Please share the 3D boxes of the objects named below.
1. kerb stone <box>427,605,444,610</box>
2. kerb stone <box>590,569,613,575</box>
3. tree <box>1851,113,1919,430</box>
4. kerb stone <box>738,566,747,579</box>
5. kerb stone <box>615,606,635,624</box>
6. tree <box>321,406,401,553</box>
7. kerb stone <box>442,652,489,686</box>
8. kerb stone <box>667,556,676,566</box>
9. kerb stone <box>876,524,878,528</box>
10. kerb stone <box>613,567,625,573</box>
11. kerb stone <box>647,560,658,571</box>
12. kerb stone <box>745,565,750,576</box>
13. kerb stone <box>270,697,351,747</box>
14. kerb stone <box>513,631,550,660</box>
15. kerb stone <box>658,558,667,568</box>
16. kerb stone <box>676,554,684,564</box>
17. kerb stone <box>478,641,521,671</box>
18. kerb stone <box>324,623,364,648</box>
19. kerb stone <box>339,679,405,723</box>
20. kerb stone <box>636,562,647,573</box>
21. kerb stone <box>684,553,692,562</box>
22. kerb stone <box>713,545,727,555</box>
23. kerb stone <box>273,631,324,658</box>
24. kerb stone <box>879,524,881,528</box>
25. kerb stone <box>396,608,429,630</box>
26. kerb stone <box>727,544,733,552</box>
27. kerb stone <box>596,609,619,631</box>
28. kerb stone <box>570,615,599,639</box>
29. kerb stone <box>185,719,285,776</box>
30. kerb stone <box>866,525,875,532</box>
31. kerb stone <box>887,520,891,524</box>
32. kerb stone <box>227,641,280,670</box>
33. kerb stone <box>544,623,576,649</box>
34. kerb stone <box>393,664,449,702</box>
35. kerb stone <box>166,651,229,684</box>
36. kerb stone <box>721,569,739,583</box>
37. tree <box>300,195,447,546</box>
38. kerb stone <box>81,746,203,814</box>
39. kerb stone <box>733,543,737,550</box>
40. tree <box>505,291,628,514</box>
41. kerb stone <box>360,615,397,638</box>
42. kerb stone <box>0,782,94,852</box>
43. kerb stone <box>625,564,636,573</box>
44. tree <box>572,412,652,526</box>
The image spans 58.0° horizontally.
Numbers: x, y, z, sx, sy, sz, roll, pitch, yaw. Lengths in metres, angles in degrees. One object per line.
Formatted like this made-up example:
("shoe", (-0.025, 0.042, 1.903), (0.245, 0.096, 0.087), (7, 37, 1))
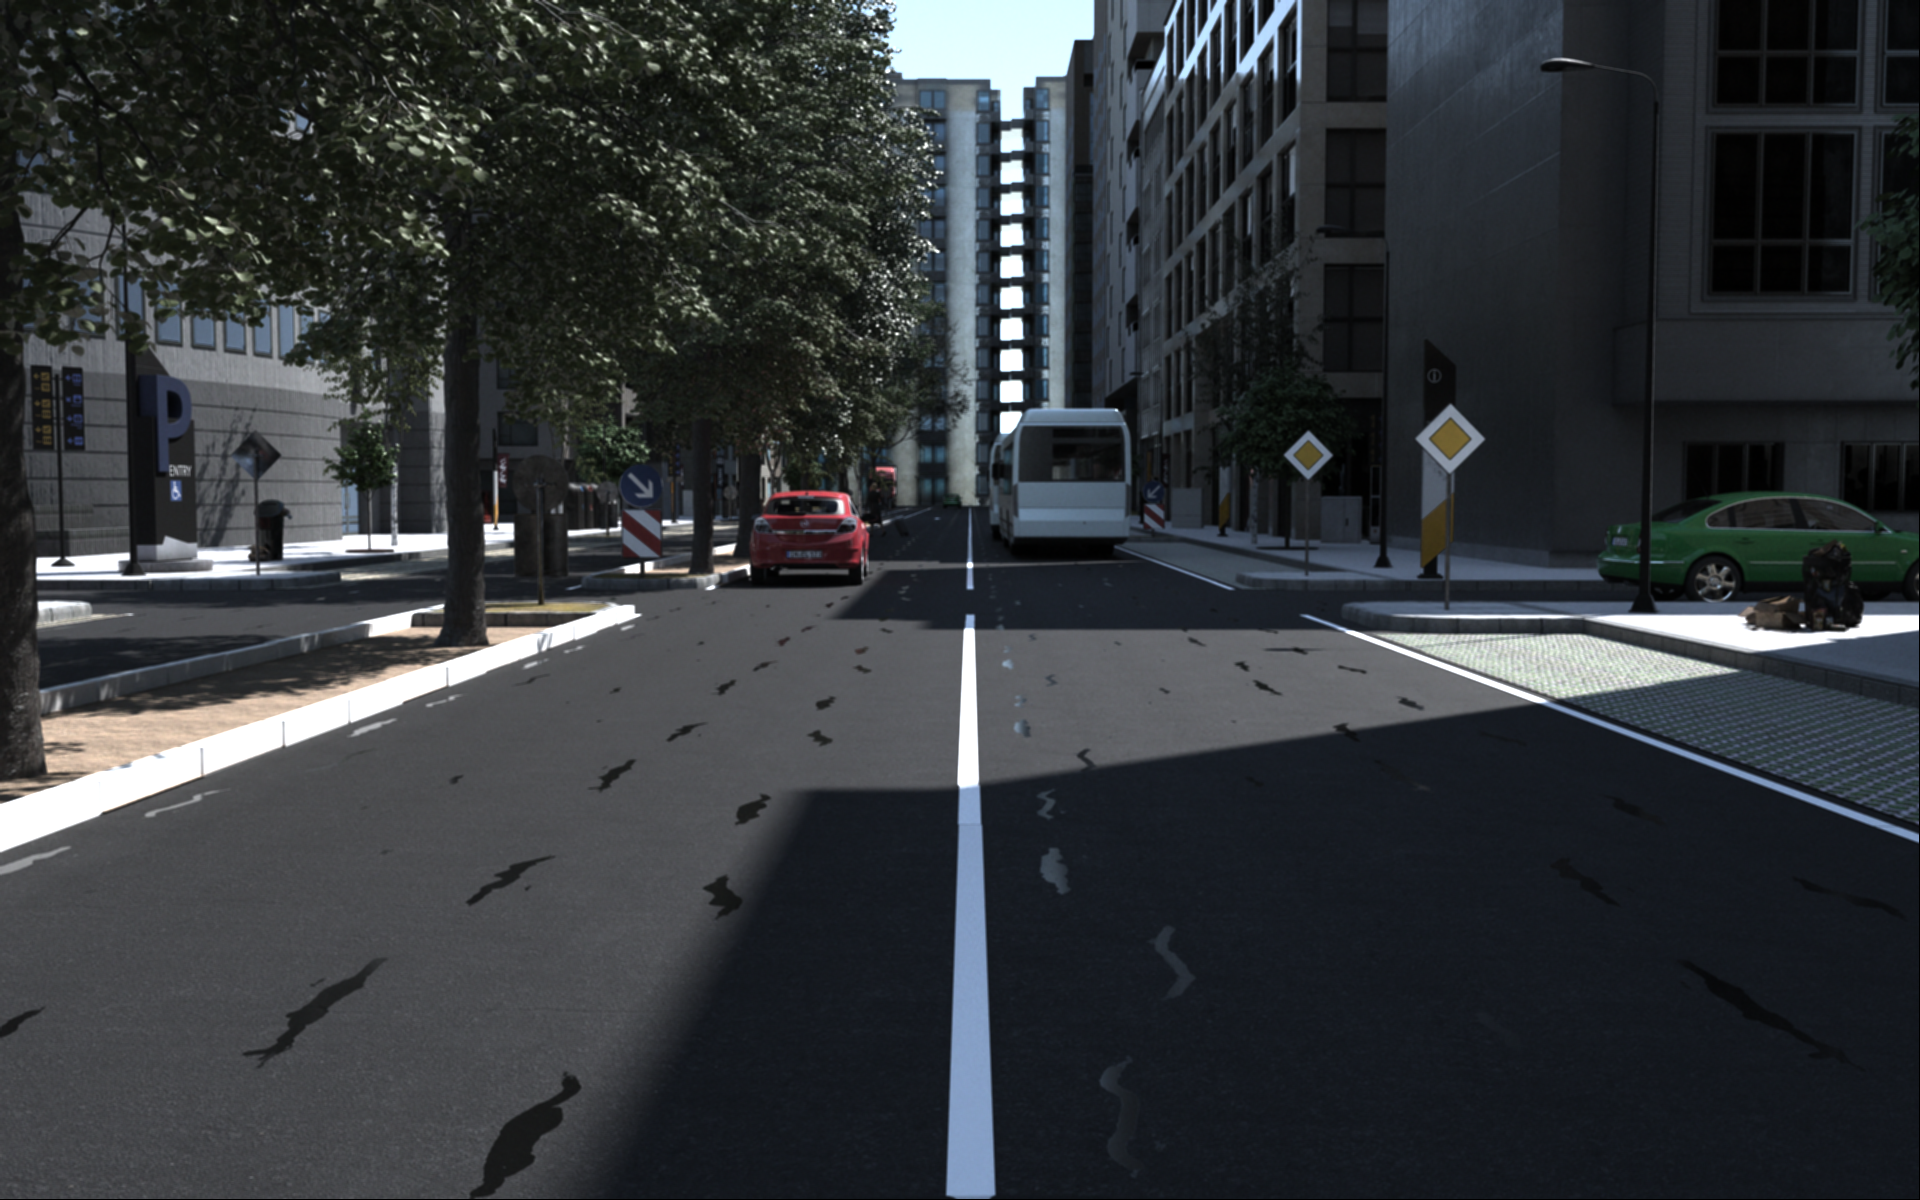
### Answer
("kerb stone", (-5.936, 0.161, 19.578), (0.120, 0.150, 1.000), (0, 4, 0))
("kerb stone", (-5.877, -0.374, 28.303), (0.120, 0.150, 1.000), (0, 4, 0))
("tree", (7.716, -1.702, 11.540), (4.285, 4.588, 4.351), (0, 3, 0))
("kerb stone", (-3.774, -0.435, 29.308), (0.120, 0.150, 1.000), (0, 4, 0))
("kerb stone", (-3.827, 0.170, 19.533), (0.120, 0.150, 1.000), (0, 4, 0))
("tree", (-13.158, -2.660, 38.098), (1.663, 3.219, 1.824), (0, 3, 0))
("kerb stone", (-3.863, 0.539, 13.389), (0.120, 0.150, 1.000), (0, 4, 0))
("kerb stone", (-5.844, -0.748, 34.440), (0.120, 0.150, 1.000), (0, 4, 0))
("kerb stone", (-3.537, -2.945, 70.339), (0.120, 0.150, 1.000), (0, 4, 0))
("kerb stone", (-5.876, -0.431, 29.328), (0.120, 0.150, 1.000), (0, 4, 0))
("kerb stone", (-5.852, -0.624, 32.395), (0.120, 0.150, 1.000), (0, 4, 0))
("kerb stone", (-3.768, -0.498, 30.332), (0.120, 0.150, 1.000), (0, 4, 0))
("kerb stone", (-3.881, 0.727, 10.313), (0.120, 0.150, 1.000), (0, 4, 0))
("kerb stone", (-3.854, 0.414, 15.433), (0.120, 0.150, 1.000), (0, 4, 0))
("kerb stone", (-5.855, -0.686, 33.418), (0.120, 0.150, 1.000), (0, 4, 0))
("kerb stone", (-5.837, -0.811, 35.462), (0.120, 0.150, 1.000), (0, 4, 0))
("kerb stone", (-3.862, 0.476, 14.411), (0.120, 0.150, 1.000), (0, 4, 0))
("kerb stone", (-5.944, 0.355, 16.501), (0.120, 0.150, 1.000), (0, 4, 0))
("kerb stone", (-3.873, 0.664, 11.335), (0.120, 0.150, 1.000), (0, 4, 0))
("kerb stone", (-5.861, -0.561, 31.372), (0.120, 0.150, 1.000), (0, 4, 0))
("kerb stone", (-5.833, -0.874, 36.491), (0.120, 0.150, 1.000), (0, 4, 0))
("kerb stone", (-5.799, -1.188, 41.625), (0.120, 0.150, 1.000), (0, 4, 0))
("kerb stone", (-5.954, 0.411, 15.479), (0.120, 0.150, 1.000), (0, 4, 0))
("kerb stone", (-3.517, -3.132, 73.413), (0.120, 0.150, 1.000), (0, 4, 0))
("kerb stone", (-5.933, 0.223, 18.544), (0.120, 0.150, 1.000), (0, 4, 0))
("kerb stone", (-5.792, -1.248, 42.648), (0.120, 0.150, 1.000), (0, 4, 0))
("kerb stone", (-3.839, 0.233, 18.510), (0.120, 0.150, 1.000), (0, 4, 0))
("kerb stone", (-3.836, 0.290, 17.487), (0.120, 0.150, 1.000), (0, 4, 0))
("kerb stone", (-3.891, 0.790, 9.280), (0.120, 0.150, 1.000), (0, 4, 0))
("kerb stone", (-3.548, -2.819, 68.288), (0.120, 0.150, 1.000), (0, 4, 0))
("kerb stone", (-3.475, -3.635, 81.630), (0.120, 0.150, 1.000), (0, 4, 0))
("kerb stone", (-5.957, 0.482, 14.454), (0.120, 0.150, 1.000), (0, 4, 0))
("kerb stone", (-3.850, 0.351, 16.463), (0.120, 0.150, 1.000), (0, 4, 0))
("kerb stone", (-3.880, 0.601, 12.362), (0.120, 0.150, 1.000), (0, 4, 0))
("kerb stone", (-5.967, 0.540, 13.432), (0.120, 0.150, 1.000), (0, 4, 0))
("kerb stone", (-3.778, -0.372, 28.285), (0.120, 0.150, 1.000), (0, 4, 0))
("tree", (-14.117, -5.657, 42.862), (4.737, 8.622, 4.395), (0, 3, 0))
("kerb stone", (-3.901, 0.853, 8.248), (0.120, 0.150, 1.000), (0, 4, 0))
("kerb stone", (-5.798, -1.308, 43.670), (0.120, 0.150, 1.000), (0, 4, 0))
("tree", (-13.450, -6.617, 58.555), (4.737, 8.622, 4.395), (0, 3, 0))
("kerb stone", (-5.944, 0.289, 17.523), (0.120, 0.150, 1.000), (0, 4, 0))
("kerb stone", (-3.900, 0.916, 7.222), (0.120, 0.150, 1.000), (0, 4, 0))
("kerb stone", (-5.876, -0.496, 30.350), (0.120, 0.150, 1.000), (0, 4, 0))
("tree", (-14.006, -5.246, 69.482), (4.285, 4.588, 4.351), (0, 3, 0))
